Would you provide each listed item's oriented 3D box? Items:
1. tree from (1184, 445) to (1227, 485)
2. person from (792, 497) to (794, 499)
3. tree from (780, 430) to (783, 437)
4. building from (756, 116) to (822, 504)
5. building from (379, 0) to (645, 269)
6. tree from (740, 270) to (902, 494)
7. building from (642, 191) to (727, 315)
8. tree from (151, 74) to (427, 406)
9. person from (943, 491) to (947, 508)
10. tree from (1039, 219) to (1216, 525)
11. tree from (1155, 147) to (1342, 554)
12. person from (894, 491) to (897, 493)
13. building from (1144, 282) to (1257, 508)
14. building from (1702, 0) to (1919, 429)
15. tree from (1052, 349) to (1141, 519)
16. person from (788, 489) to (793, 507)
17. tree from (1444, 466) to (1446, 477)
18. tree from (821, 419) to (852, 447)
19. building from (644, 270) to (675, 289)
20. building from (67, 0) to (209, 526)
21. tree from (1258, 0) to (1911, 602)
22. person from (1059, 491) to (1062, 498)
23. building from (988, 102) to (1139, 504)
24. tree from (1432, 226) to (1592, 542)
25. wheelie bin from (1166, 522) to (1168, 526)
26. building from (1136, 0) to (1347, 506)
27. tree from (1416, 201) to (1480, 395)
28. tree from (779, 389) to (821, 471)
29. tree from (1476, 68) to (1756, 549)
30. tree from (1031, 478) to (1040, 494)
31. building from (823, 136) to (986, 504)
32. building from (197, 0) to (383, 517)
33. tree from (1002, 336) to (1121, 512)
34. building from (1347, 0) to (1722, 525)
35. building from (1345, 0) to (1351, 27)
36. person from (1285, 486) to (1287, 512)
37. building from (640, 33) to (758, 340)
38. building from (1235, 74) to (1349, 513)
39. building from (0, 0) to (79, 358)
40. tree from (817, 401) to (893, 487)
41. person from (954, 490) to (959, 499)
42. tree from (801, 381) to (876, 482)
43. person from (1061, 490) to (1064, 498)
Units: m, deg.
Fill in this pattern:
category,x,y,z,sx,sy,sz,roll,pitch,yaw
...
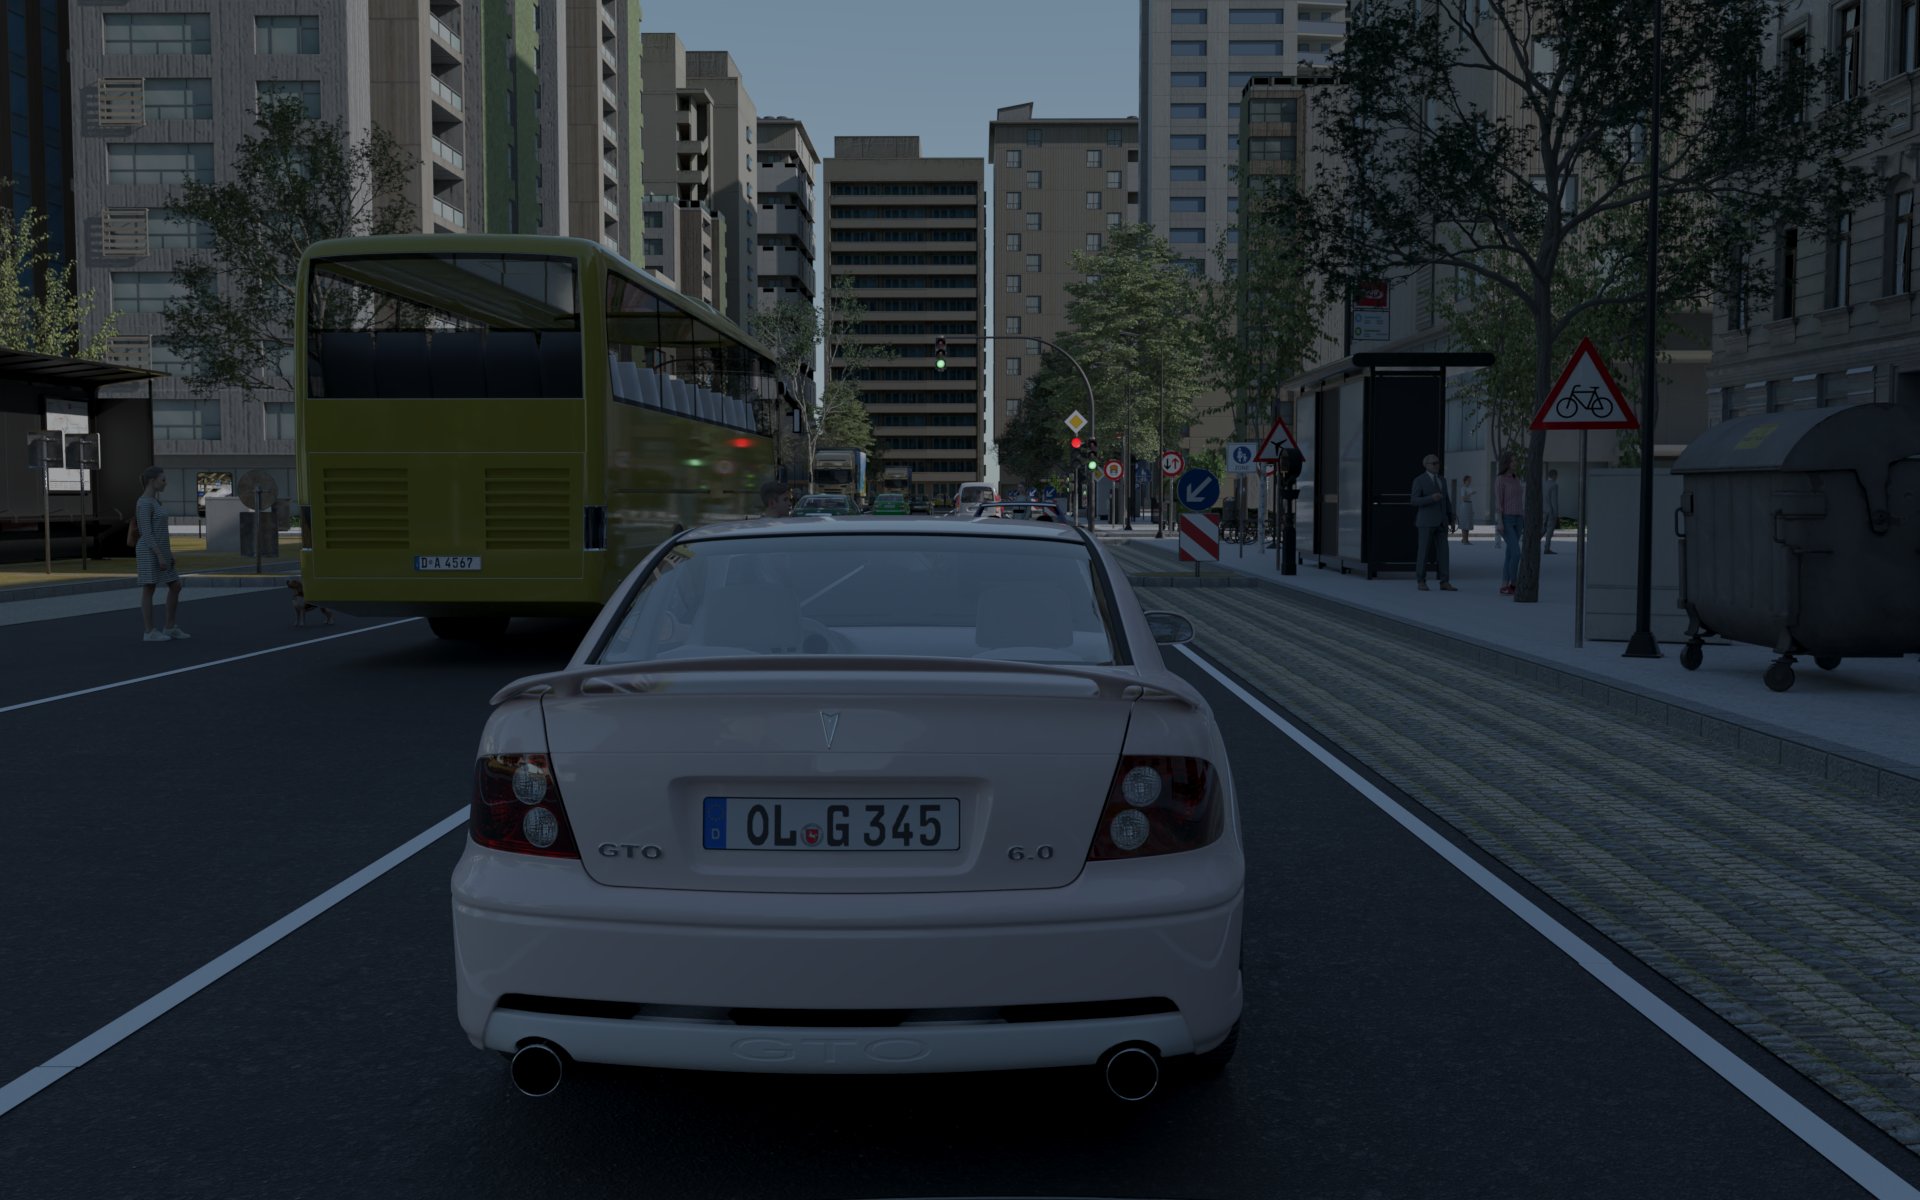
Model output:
category,x,y,z,sx,sy,sz,roll,pitch,yaw
tree,16.324,-8.085,115.902,4.285,4.588,4.351,0,3,0
person,-14.590,-8.866,154.185,0.799,1.438,0.628,0,4,6
tree,-13.992,-10.198,101.154,7.601,10.594,8.767,-2,4,-27
building,-32.052,-39.889,241.428,27.495,52.752,28.713,0,4,1
building,-30.007,-26.629,118.972,14.154,41.232,14.086,0,4,1
tree,-11.784,-17.766,146.366,12.611,20.169,13.585,0,3,0
building,-30.747,-24.315,169.257,14.160,30.474,14.107,0,4,1
tree,-14.672,-6.426,39.485,7.601,10.594,8.767,-1,4,-20
person,-1.583,-10.558,182.045,0.530,1.710,0.541,2,4,35
tree,7.180,-9.393,71.707,7.486,12.596,7.792,0,3,0
tree,6.459,-5.322,37.371,4.737,8.622,4.395,0,3,0
person,-5.703,-8.791,152.901,0.621,1.740,0.551,-2,4,-31
building,31.796,-18.991,155.540,27.650,21.520,28.899,0,4,1
building,21.297,-11.026,29.429,9.793,20.994,18.267,0,4,1
tree,7.250,-8.451,88.532,4.737,8.622,4.395,0,3,0
person,-16.083,-9.723,165.108,1.348,1.812,0.705,1,4,17
tree,17.693,-4.340,65.566,1.663,3.219,1.824,0,3,0
tree,-12.452,-13.163,165.584,4.360,8.622,3.978,0,3,0
building,-37.040,-18.538,148.136,27.650,21.520,28.899,0,4,1
building,-28.150,-23.931,74.859,14.154,41.232,14.086,0,4,1
tree,7.060,-5.245,20.177,7.601,10.594,8.767,1,4,9
person,11.123,-11.143,188.953,0.721,1.736,1.217,-1,4,-15
building,17.718,-39.877,241.235,27.495,52.752,28.713,0,4,1
tree,14.889,-5.868,46.302,4.360,8.622,3.978,0,3,0
wheelie bin,8.589,-3.791,69.886,0.693,1.594,0.980,0,4,-1
building,29.352,-39.201,182.942,21.231,58.520,28.212,0,4,1
tree,12.931,-5.516,40.554,4.737,8.622,4.395,0,3,0
tree,-12.691,-10.307,118.875,4.360,8.622,3.978,0,3,0
tree,11.478,-4.848,29.626,4.737,8.622,4.395,0,3,0
tree,7.731,-10.795,171.100,1.663,3.219,1.824,0,3,0
building,-7.223,-37.527,237.261,21.600,48.544,21.300,0,4,1
building,-32.224,-25.282,96.951,14.154,41.232,14.086,0,4,1
tree,7.828,-12.749,125.461,9.611,12.733,9.660,0,3,0
building,34.004,-30.052,80.595,27.495,52.752,28.713,0,4,1
building,56.419,-48.794,236.031,20.611,71.187,20.563,0,4,1
person,18.357,-5.566,97.391,0.374,1.781,0.599,-1,4,-11
building,-33.757,-34.484,187.508,21.600,48.544,21.300,0,4,1
building,26.504,-21.500,123.232,14.160,30.474,14.107,0,4,1
building,-46.773,-25.986,74.978,14.200,45.320,14.600,0,4,1
tree,-12.869,-17.942,210.358,9.611,12.733,9.660,0,3,0
person,-0.054,-8.227,143.095,1.350,1.814,0.705,-3,5,-41
tree,-12.135,-15.674,174.402,7.486,12.596,7.792,0,3,0
person,9.628,-9.453,161.398,0.445,1.727,0.742,-1,4,-18
